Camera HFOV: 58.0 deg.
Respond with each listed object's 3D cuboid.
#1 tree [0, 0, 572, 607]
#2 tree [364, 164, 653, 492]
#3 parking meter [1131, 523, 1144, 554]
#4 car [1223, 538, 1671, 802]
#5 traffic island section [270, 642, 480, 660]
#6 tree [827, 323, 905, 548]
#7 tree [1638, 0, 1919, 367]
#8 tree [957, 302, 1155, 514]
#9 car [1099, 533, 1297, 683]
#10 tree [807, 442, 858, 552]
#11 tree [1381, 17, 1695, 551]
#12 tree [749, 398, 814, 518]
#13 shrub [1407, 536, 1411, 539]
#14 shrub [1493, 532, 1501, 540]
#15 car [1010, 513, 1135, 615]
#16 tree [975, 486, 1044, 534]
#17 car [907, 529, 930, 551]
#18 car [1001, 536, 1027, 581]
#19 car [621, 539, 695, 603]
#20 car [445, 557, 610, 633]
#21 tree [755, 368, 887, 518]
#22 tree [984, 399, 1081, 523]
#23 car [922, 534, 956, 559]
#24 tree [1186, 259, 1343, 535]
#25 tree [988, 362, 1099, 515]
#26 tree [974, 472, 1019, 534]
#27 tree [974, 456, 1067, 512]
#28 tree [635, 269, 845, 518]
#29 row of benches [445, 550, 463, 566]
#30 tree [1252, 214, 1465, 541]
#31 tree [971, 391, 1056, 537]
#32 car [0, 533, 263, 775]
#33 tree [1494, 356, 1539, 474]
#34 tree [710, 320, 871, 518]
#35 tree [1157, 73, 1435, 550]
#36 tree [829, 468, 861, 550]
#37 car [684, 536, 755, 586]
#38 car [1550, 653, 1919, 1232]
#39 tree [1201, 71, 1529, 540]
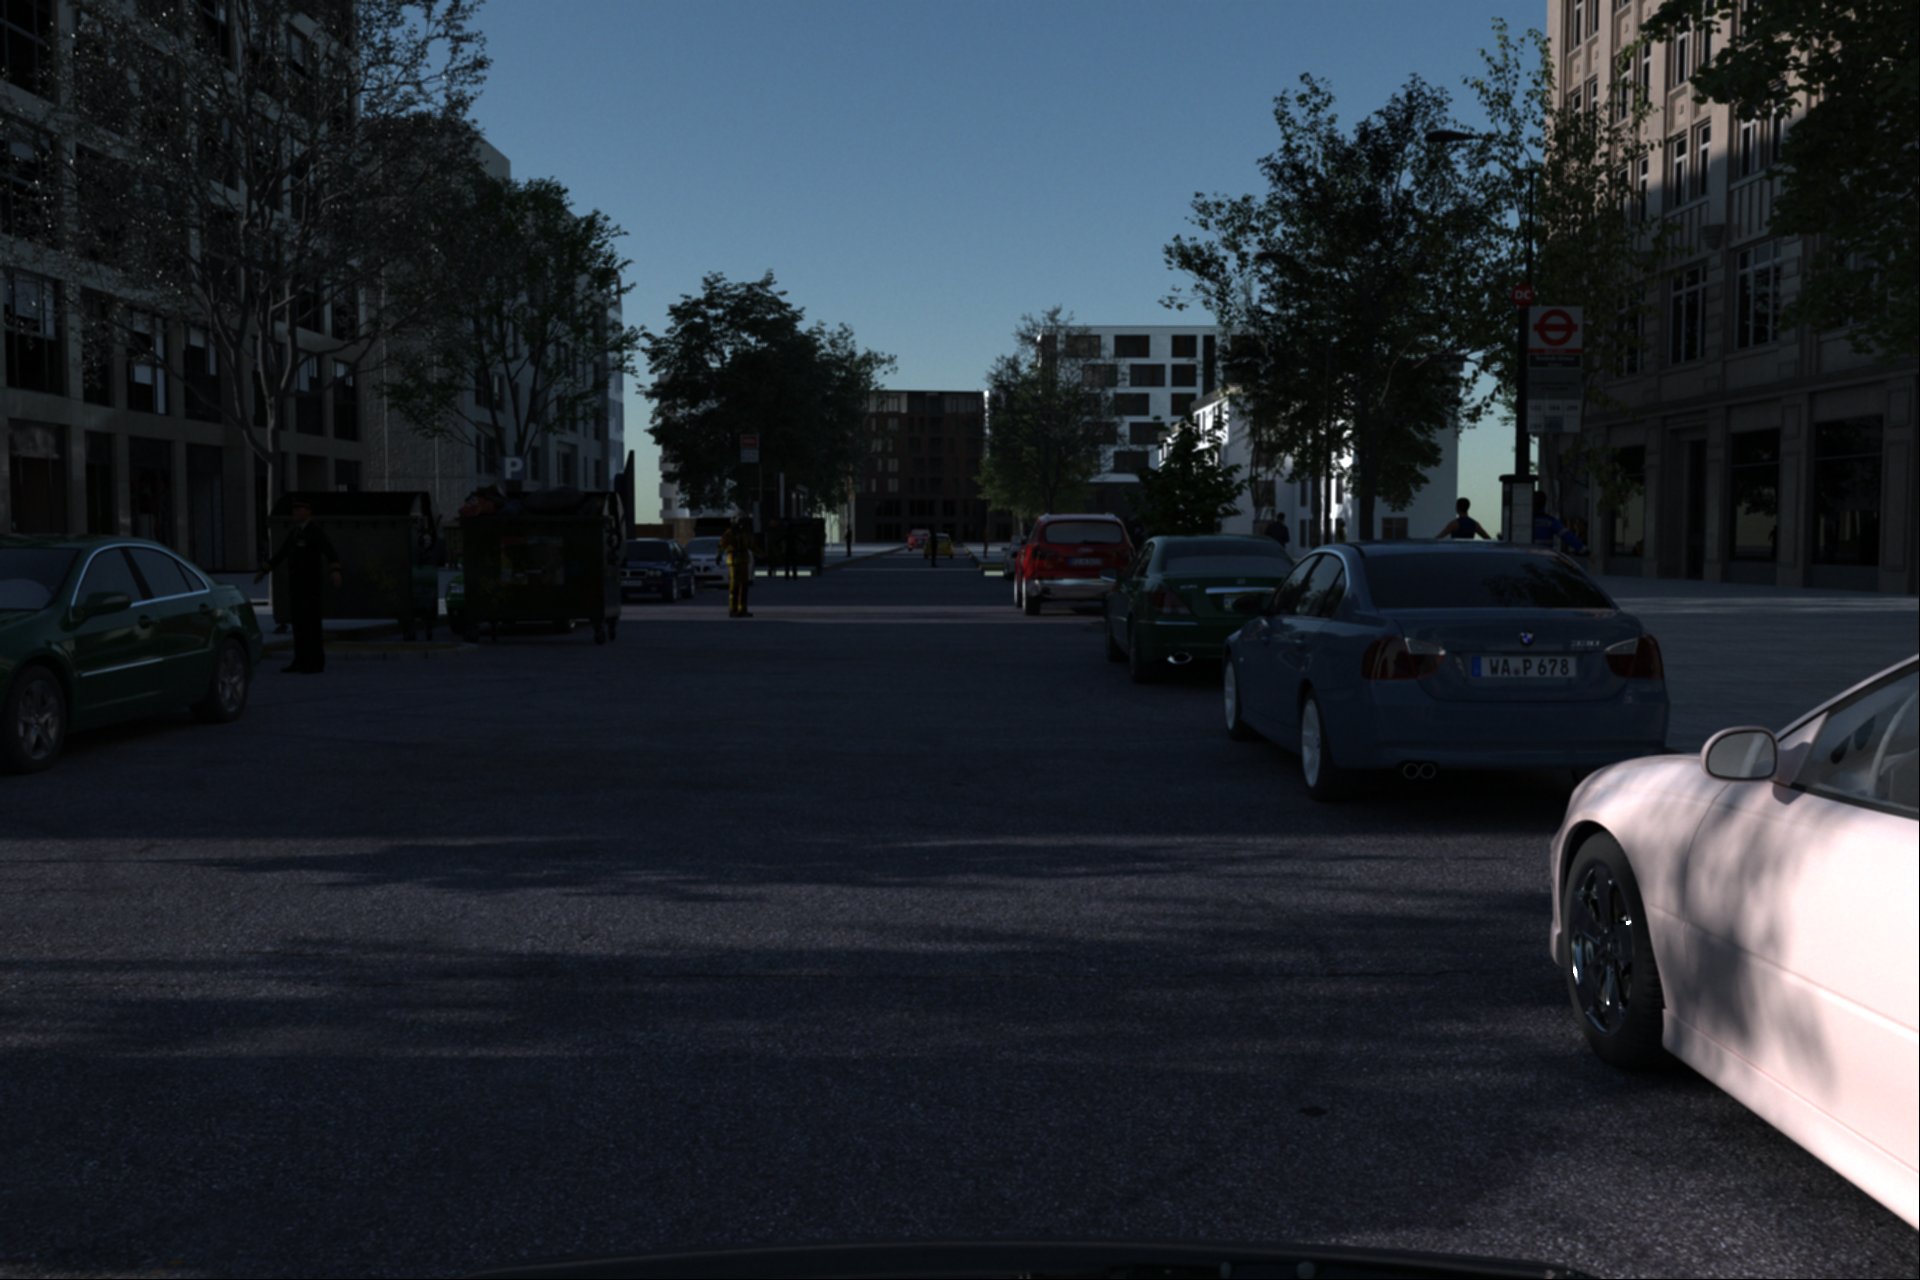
[{"bbox_3d":[-12.371,-7.361,30.729,12.009,13.543,11.850,0,3,0],"label":"tree"},{"bbox_3d":[-12.396,-7.471,47.901,9.928,11.665,9.643,0,3,0],"label":"tree"},{"bbox_3d":[5.997,-3.227,58.477,0.399,1.863,0.255,0,4,0],"label":"parking meter"},{"bbox_3d":[2.740,0.088,10.564,2.014,1.417,4.499,0,4,0],"label":"car"},{"bbox_3d":[-6.859,0.133,20.688,1.991,0.108,1.994,0,4,1],"label":"traffic island section"},{"bbox_3d":[-11.201,-18.476,157.978,12.611,20.169,13.585,0,3,0],"label":"tree"},{"bbox_3d":[8.365,-5.733,11.859,7.486,12.596,7.792,0,3,0],"label":"tree"},{"bbox_3d":[4.870,-11.156,92.772,12.009,13.543,11.850,0,3,0],"label":"tree"},{"bbox_3d":[2.559,-0.382,18.049,2.131,1.459,4.920,0,4,0],"label":"car"},{"bbox_3d":[-10.162,-10.790,126.783,4.360,8.622,3.978,0,3,0],"label":"tree"},{"bbox_3d":[8.356,-4.533,24.477,4.737,8.622,4.395,0,3,0],"label":"tree"},{"bbox_3d":[-9.830,-8.614,91.205,4.737,8.622,4.395,0,3,0],"label":"tree"},{"bbox_3d":[16.724,-3.259,64.403,1.383,1.207,1.383,0,3,0],"label":"shrub"},{"bbox_3d":[20.138,-3.573,62.837,1.690,2.028,1.600,0,3,0],"label":"shrub"},{"bbox_3d":[2.100,-1.430,32.060,2.281,1.827,5.304,0,4,-1],"label":"car"},{"bbox_3d":[5.536,-14.163,165.970,8.767,10.594,7.601,0,4,2],"label":"tree"},{"bbox_3d":[-3.287,-8.286,144.151,2.281,1.827,5.304,0,4,-1],"label":"car"},{"bbox_3d":[2.354,-2.589,54.697,2.083,1.381,4.827,0,4,-1],"label":"car"},{"bbox_3d":[-6.799,-1.513,37.325,1.945,1.354,3.894,0,4,0],"label":"car"},{"bbox_3d":[-6.479,-1.077,26.413,1.959,1.807,4.718,0,4,0],"label":"car"},{"bbox_3d":[-10.079,-12.581,116.069,12.009,13.543,11.850,0,3,0],"label":"tree"},{"bbox_3d":[5.267,-12.387,128.283,9.928,11.665,9.643,0,3,0],"label":"tree"},{"bbox_3d":[-1.231,-5.532,100.666,2.015,1.641,3.980,0,4,0],"label":"car"},{"bbox_3d":[7.906,-5.930,47.325,4.360,8.622,3.978,0,3,0],"label":"tree"},{"bbox_3d":[5.358,-11.999,114.310,7.486,12.596,7.792,0,3,0],"label":"tree"},{"bbox_3d":[5.144,-13.617,157.046,8.767,10.594,7.601,1,4,12],"label":"tree"},{"bbox_3d":[5.423,-13.019,147.270,8.767,10.594,7.601,0,4,-1],"label":"tree"},{"bbox_3d":[-10.378,-10.750,82.412,9.857,13.997,8.962,0,3,0],"label":"tree"},{"bbox_3d":[-19.539,-3.334,69.978,1.422,0.672,4.104,3,4,38],"label":"row of benches"},{"bbox_3d":[14.173,-8.764,61.418,7.486,12.596,7.792,0,3,0],"label":"tree"},{"bbox_3d":[4.776,-13.451,138.042,7.486,12.596,7.792,0,3,0],"label":"tree"},{"bbox_3d":[-6.432,-0.001,11.820,2.131,1.459,4.920,0,4,0],"label":"car"},{"bbox_3d":[27.605,-9.277,77.431,9.928,11.665,9.643,0,3,0],"label":"tree"},{"bbox_3d":[-10.039,-12.021,103.192,9.857,13.997,8.962,0,3,0],"label":"tree"},{"bbox_3d":[14.375,-13.355,74.239,12.611,20.169,13.585,0,3,0],"label":"tree"},{"bbox_3d":[-10.804,-11.715,141.896,4.360,8.622,3.978,0,3,0],"label":"tree"},{"bbox_3d":[-6.657,-2.114,46.921,2.083,1.381,4.827,0,4,0],"label":"car"},{"bbox_3d":[2.650,0.559,3.230,2.083,1.381,4.827,0,3,0],"label":"car"},{"bbox_3d":[8.497,-6.125,34.559,7.601,10.594,8.767,-1,4,-12],"label":"tree"}]
